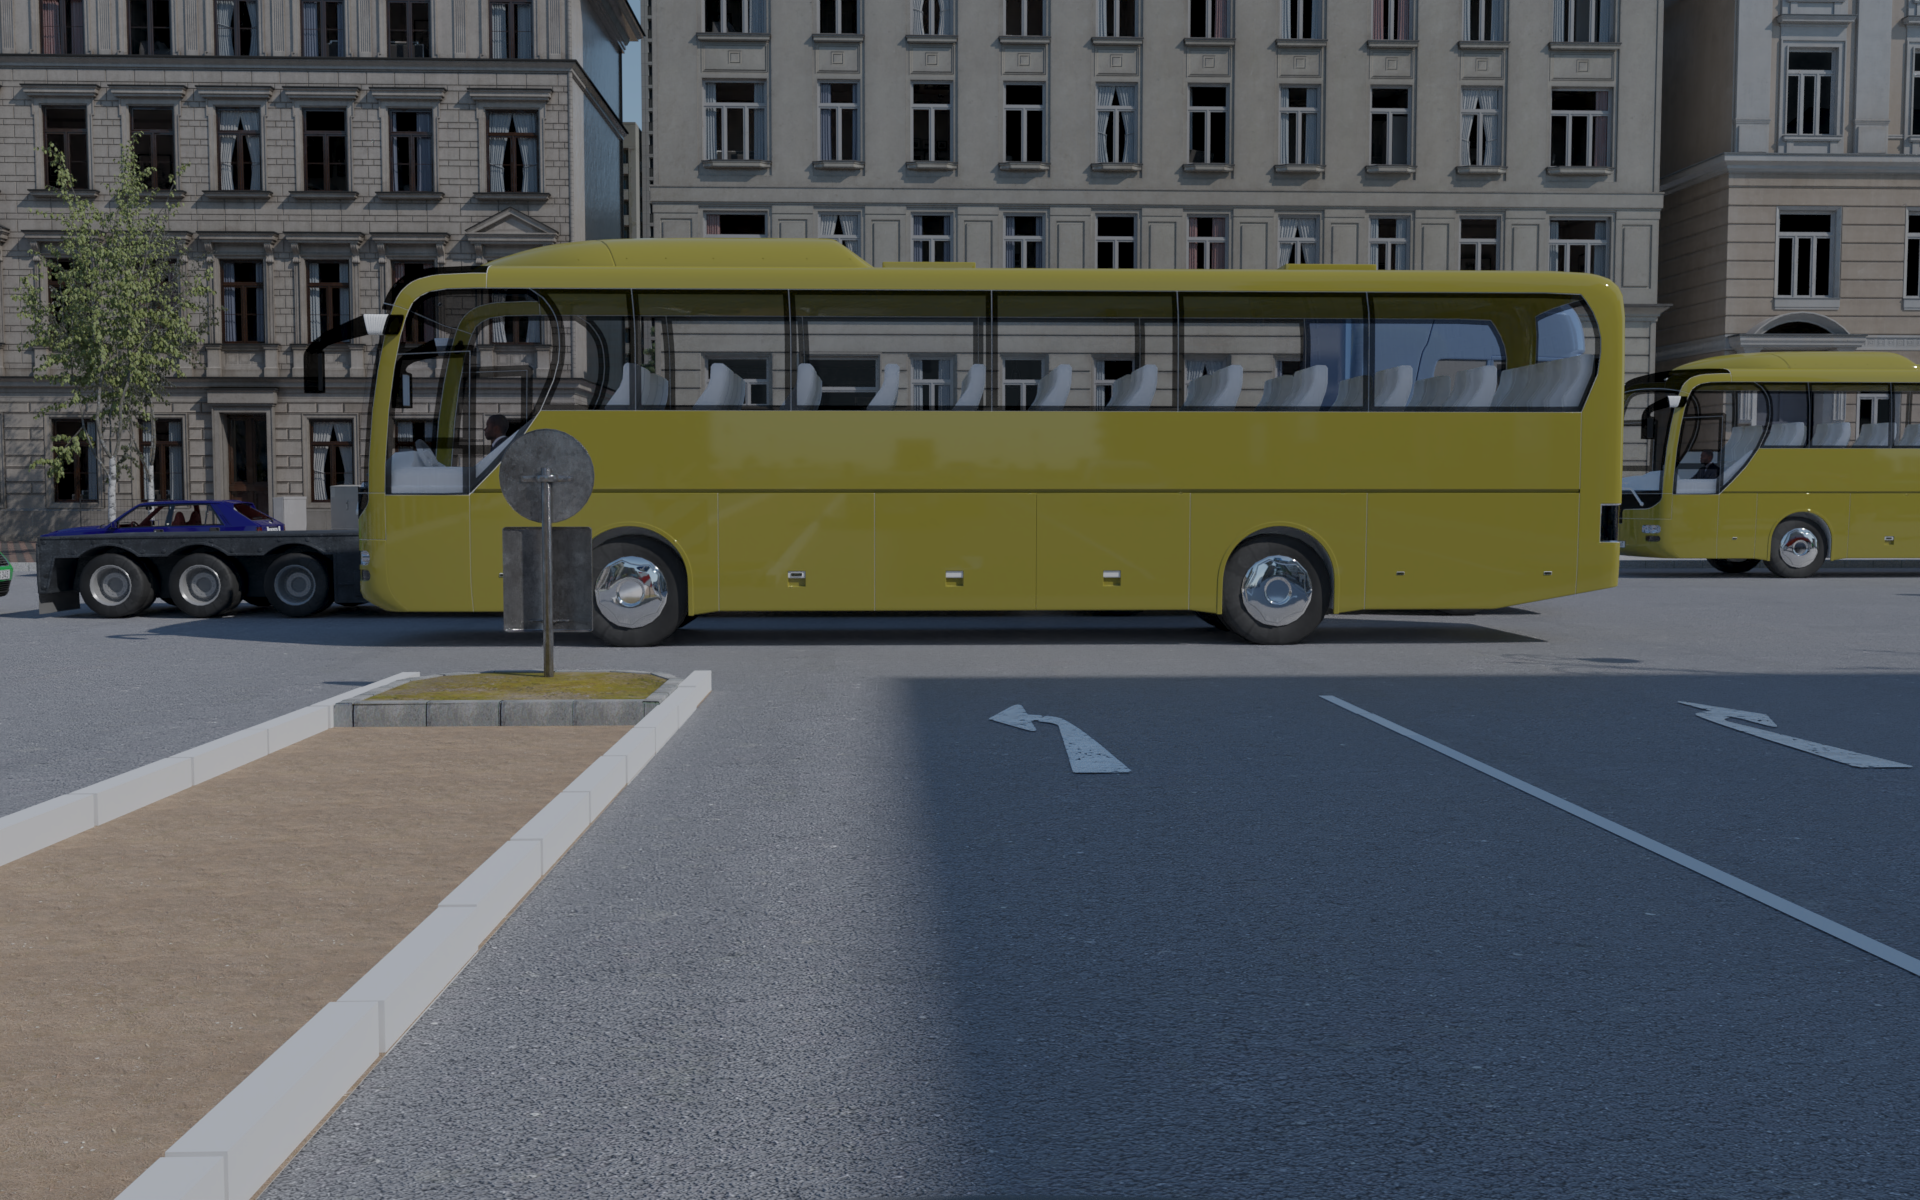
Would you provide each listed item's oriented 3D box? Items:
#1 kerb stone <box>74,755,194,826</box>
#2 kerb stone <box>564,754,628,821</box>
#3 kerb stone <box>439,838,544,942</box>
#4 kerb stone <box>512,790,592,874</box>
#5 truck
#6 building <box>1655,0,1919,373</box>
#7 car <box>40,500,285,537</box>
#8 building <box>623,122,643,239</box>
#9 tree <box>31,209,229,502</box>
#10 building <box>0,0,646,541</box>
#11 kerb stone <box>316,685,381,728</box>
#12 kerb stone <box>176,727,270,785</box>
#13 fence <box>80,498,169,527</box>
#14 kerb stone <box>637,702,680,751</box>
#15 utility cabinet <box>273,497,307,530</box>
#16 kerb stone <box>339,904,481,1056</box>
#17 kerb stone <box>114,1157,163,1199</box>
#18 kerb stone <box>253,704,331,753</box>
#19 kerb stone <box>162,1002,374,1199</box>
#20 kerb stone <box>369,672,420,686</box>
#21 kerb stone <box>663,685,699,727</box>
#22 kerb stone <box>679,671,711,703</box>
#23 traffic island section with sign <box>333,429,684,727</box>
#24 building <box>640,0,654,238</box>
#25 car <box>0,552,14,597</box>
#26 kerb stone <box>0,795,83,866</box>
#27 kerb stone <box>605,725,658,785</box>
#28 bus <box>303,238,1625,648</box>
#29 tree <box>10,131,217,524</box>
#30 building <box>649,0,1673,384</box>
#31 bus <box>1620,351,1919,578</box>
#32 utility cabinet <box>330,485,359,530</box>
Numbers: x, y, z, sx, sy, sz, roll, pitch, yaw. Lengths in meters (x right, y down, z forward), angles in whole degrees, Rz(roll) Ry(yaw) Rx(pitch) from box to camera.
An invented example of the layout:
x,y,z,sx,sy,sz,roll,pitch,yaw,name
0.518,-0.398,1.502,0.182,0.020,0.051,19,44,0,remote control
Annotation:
x,y,z,sx,sy,sz,roll,pitch,yaw,name
-3.778,0.873,7.924,0.120,0.150,1.000,0,4,-2,kerb stone
-1.677,0.870,7.986,0.120,0.150,1.000,0,4,-2,kerb stone
-1.597,0.999,5.934,0.120,0.150,1.000,0,4,-2,kerb stone
-1.636,0.933,6.958,0.120,0.150,1.000,0,4,-2,kerb stone
-1.228,-1.921,21.175,18.799,4.110,2.967,0,4,-2,truck
31.344,-16.503,55.728,20.117,28.700,13.634,0,4,-2,building
-14.074,-1.107,30.681,3.894,1.354,1.945,0,4,-4,car
-49.140,-36.183,215.299,21.600,48.544,21.300,0,4,-2,building
-20.893,-5.726,43.979,4.360,8.622,3.978,0,3,0,tree
-19.692,-11.424,51.409,19.286,19.102,10.561,0,4,-2,building
-3.902,0.684,11.010,0.120,0.150,1.000,0,4,-2,kerb stone
-3.818,0.810,8.948,0.120,0.150,1.000,0,4,-2,kerb stone
-19.072,-1.734,39.559,2.264,1.192,0.480,0,4,4,fence
-1.756,0.744,10.033,0.120,0.150,1.000,0,4,-2,kerb stone
-16.290,-1.893,42.110,0.306,1.237,1.020,1,4,10,utility cabinet
-1.544,1.063,4.905,0.120,0.150,1.000,0,4,-2,kerb stone
-1.465,1.183,2.857,0.120,0.150,1.000,0,4,-2,kerb stone
-3.864,0.749,9.979,0.120,0.150,1.000,0,4,-2,kerb stone
-1.510,1.120,3.880,0.120,0.150,1.000,0,4,-2,kerb stone
-3.948,0.627,12.034,0.120,0.150,1.000,0,4,-2,kerb stone
-1.797,0.689,11.060,0.120,0.150,1.000,0,4,-2,kerb stone
-1.848,0.618,12.090,0.120,0.150,1.000,0,4,-2,kerb stone
-2.874,-0.209,11.546,2.006,1.907,1.989,0,4,-2,traffic island section with sign
-27.961,-47.525,215.290,20.611,71.187,20.563,0,4,-2,building
-13.701,-0.708,20.365,4.718,1.807,1.959,0,4,-2,car
-3.741,0.935,6.900,0.120,0.150,1.000,0,4,-2,kerb stone
-1.714,0.807,9.010,0.120,0.150,1.000,0,4,-2,kerb stone
0.126,-1.577,17.324,12.252,3.916,2.896,0,4,-2,bus
-17.537,-5.218,35.678,4.737,8.622,4.395,0,3,0,tree
5.384,-13.607,55.757,30.059,22.955,16.112,0,4,-2,building
17.385,-2.390,30.628,12.252,3.916,2.896,0,4,-3,bus
-14.761,-2.033,41.910,1.173,1.500,0.318,3,4,36,utility cabinet
